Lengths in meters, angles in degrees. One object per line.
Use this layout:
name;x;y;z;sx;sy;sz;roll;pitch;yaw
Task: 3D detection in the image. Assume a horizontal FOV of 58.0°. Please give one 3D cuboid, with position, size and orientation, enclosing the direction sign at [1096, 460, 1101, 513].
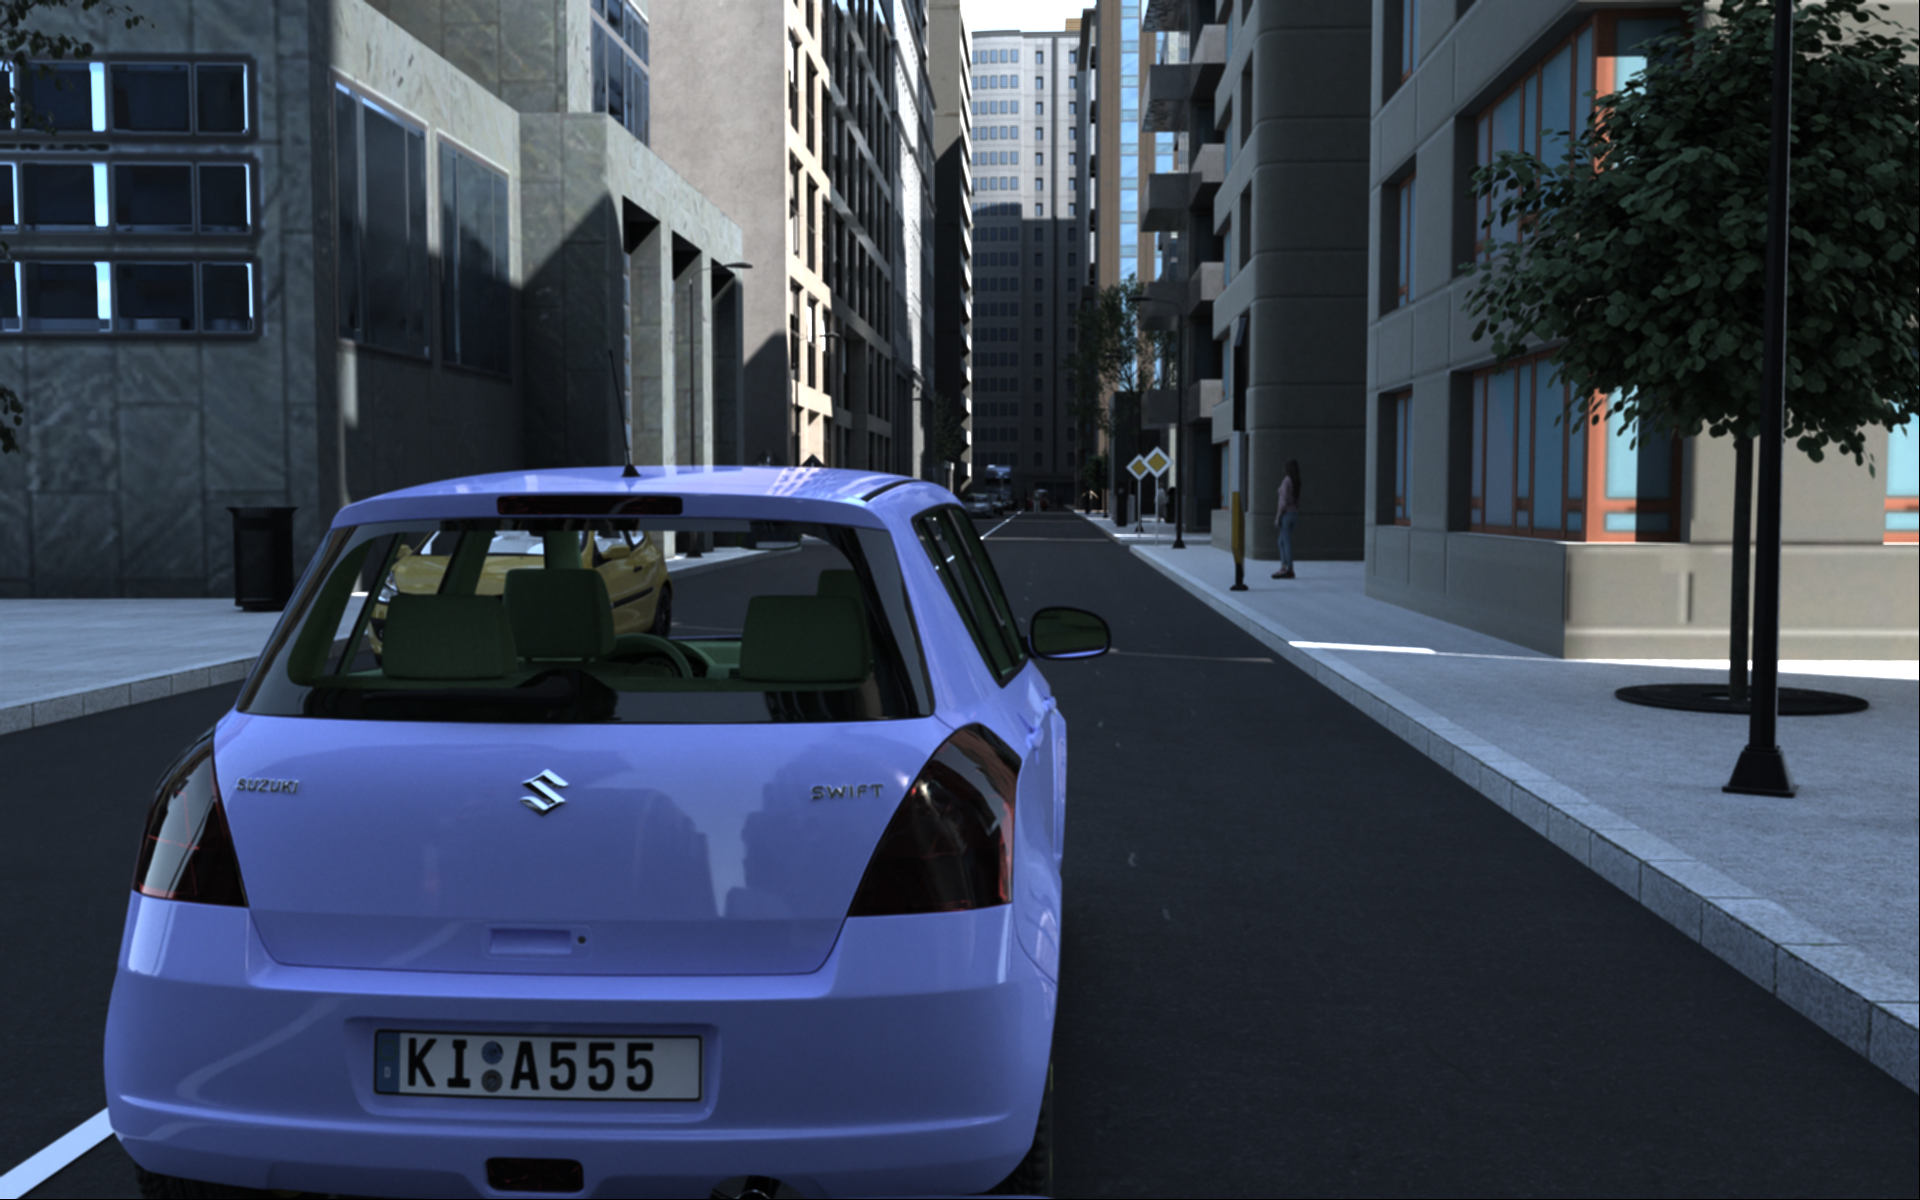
direction sign;9.146;-7.496;114.559;0.379;3.537;0.876;2;4;26

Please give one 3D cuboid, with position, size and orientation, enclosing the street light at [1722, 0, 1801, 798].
street light;2.926;-2.129;7.344;1.470;5.913;1.316;0;4;3

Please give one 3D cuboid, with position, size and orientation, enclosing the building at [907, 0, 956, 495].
building;-10.787;-42.605;134.836;20.563;71.187;20.611;0;4;3

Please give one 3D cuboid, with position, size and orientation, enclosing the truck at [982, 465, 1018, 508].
truck;4.116;-10.932;168.493;2.967;4.110;18.799;0;4;4

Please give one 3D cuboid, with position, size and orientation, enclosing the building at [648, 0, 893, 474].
building;-13.731;-16.046;66.861;19.350;26.468;34.151;0;4;3

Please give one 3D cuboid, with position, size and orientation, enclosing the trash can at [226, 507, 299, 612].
trash can;-7.643;-0.450;19.013;0.748;1.137;0.748;0;3;0

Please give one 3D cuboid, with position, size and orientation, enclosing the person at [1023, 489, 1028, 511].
person;5.391;-8.264;143.628;0.705;1.822;1.348;0;4;4

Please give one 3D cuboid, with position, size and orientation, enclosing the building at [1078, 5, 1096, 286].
building;27.131;-36.463;185.400;28.713;52.752;27.495;0;4;3

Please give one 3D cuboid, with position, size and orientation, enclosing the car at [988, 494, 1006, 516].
car;2.004;-6.386;114.191;2.009;1.686;4.222;0;4;1

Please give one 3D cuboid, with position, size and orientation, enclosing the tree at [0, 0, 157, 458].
tree;-6.708;-3.638;9.839;4.360;8.622;3.978;0;3;0

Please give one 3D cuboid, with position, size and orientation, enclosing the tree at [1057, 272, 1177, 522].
tree;8.348;-9.427;79.889;9.928;11.665;9.643;0;3;0

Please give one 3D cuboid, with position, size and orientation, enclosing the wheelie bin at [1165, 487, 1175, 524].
wheelie bin;9.402;-4.133;75.489;0.980;1.594;0.693;-3;5;-39

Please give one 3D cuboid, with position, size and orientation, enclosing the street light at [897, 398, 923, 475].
street light;-2.470;-6.810;83.891;1.470;5.913;1.316;0;4;3

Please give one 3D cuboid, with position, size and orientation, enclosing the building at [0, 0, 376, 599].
building;-21.334;-43.849;29.611;31.000;86.520;22.319;0;4;3

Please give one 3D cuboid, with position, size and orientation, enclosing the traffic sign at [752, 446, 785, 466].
traffic sign;-4.698;-2.459;42.396;0.795;2.593;0.064;0;4;3

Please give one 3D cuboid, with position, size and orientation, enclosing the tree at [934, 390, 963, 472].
tree;-1.987;-10.571;123.201;4.737;8.622;4.395;0;3;0

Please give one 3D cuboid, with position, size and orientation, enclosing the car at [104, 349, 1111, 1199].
car;-0.567;0.308;4.558;1.945;1.707;3.694;0;4;3

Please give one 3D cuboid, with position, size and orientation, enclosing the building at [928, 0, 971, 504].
building;-10.072;-32.619;157.024;21.300;48.544;21.600;0;4;3

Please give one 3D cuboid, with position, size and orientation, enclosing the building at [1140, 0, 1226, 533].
building;21.581;-26.896;59.361;30.456;49.044;23.786;0;4;3

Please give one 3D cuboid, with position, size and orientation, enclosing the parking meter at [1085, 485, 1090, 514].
parking meter;8.127;-6.407;110.470;0.255;1.863;0.399;1;4;9

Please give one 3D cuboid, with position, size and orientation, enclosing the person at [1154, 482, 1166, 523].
person;8.890;-4.299;76.555;0.641;1.798;0.478;-1;4;-20

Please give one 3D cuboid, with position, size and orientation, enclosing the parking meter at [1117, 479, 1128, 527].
parking meter;6.383;-3.815;68.088;0.399;1.863;0.255;2;4;24

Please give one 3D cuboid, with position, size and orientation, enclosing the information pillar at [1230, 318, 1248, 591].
information pillar;3.699;-1.931;22.928;0.183;3.616;0.504;1;4;19

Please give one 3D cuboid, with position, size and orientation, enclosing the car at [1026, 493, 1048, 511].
car;6.615;-8.648;150.442;2.155;1.783;4.494;0;4;2

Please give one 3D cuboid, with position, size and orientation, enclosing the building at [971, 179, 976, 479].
building;-10.528;-30.193;185.533;23.993;40.220;32.217;0;4;3

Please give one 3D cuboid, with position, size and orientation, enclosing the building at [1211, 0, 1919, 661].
building;19.206;-11.096;26.465;27.650;21.520;28.899;0;4;3

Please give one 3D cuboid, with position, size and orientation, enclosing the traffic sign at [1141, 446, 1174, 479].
traffic sign;4.783;-2.429;41.902;0.795;2.593;0.064;0;4;3

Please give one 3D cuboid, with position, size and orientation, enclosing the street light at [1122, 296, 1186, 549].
street light;4.630;-4.172;40.754;1.470;5.913;1.316;0;4;3

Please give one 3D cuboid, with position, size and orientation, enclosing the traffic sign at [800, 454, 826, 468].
traffic sign;-4.298;-2.947;50.371;0.795;2.593;0.064;0;4;3

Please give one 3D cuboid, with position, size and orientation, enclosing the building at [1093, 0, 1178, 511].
building;17.662;-29.707;135.825;14.600;45.320;14.200;0;4;3

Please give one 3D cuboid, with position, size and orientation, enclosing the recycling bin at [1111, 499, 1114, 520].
recycling bin;8.017;-4.539;86.773;0.722;1.027;0.722;-1;4;-21

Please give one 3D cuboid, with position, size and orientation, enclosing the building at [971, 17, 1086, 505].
building;5.982;-41.389;218.715;28.212;58.520;21.231;0;4;3

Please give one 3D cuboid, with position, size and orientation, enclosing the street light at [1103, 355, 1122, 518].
street light;5.475;-5.222;57.914;1.470;5.913;1.316;0;4;3

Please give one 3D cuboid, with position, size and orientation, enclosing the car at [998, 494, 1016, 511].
car;3.798;-8.466;148.208;2.009;1.686;4.222;0;4;2

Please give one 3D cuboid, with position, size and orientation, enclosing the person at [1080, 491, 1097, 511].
person;9.666;-7.561;129.676;1.348;1.823;0.705;0;4;4

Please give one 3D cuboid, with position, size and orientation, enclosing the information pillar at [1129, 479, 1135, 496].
information pillar;8.517;-4.955;85.503;0.304;2.012;0.304;0;4;4

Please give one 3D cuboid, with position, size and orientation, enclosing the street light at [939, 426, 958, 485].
street light;-0.835;-8.873;117.609;1.470;5.913;1.316;0;4;3

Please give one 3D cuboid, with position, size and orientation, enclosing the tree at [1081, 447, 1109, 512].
tree;10.159;-8.439;121.687;4.285;4.588;4.351;0;3;0

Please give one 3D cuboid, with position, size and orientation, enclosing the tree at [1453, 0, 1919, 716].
tree;4.886;-1.640;10.535;4.285;4.588;4.351;0;3;0

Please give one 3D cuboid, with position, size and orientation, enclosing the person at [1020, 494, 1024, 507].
person;6.813;-10.943;190.652;0.421;1.427;0.697;1;4;23

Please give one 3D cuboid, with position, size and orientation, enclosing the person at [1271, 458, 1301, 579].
person;4.974;-1.236;26.257;0.388;1.821;0.555;2;4;32

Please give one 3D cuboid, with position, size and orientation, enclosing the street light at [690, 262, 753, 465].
street light;-4.840;-3.809;34.810;1.470;5.913;1.316;0;4;3

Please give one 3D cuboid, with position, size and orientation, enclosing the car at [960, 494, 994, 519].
car;1.044;-5.545;102.662;2.014;1.417;4.499;0;4;4

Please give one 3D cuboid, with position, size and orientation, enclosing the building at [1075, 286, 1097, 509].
building;24.599;-19.125;157.741;27.650;21.520;28.899;0;4;3

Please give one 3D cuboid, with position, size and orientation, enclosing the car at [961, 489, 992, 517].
car;1.092;-6.120;108.859;1.959;1.807;4.718;0;4;4

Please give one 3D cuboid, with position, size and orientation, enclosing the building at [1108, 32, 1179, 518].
building;20.579;-48.194;100.640;22.319;86.520;31.000;0;4;3

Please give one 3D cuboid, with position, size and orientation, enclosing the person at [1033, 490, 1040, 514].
person;5.408;-6.891;121.718;0.519;1.759;0.362;-1;4;-12

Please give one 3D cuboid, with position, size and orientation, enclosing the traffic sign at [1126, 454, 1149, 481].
traffic sign;5.183;-2.917;49.877;0.795;2.593;0.064;0;4;3

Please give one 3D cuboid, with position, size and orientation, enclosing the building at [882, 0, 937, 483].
building;-7.809;-19.666;99.029;11.434;29.767;29.804;0;4;3

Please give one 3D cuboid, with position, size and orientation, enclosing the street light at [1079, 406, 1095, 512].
street light;7.151;-7.265;91.326;1.470;5.913;1.316;0;4;3

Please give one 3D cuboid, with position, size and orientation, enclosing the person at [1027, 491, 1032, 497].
person;7.504;-10.723;184.542;1.217;1.735;0.721;3;4;38

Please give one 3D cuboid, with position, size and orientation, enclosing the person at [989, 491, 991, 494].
person;2.771;-8.989;156.183;0.721;1.736;1.217;3;4;38

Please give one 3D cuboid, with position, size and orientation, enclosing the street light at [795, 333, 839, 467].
street light;-4.188;-4.749;50.189;1.470;5.913;1.316;0;4;3

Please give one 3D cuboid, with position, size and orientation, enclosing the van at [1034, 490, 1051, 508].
van;8.195;-10.293;175.304;2.013;2.044;4.112;0;4;2

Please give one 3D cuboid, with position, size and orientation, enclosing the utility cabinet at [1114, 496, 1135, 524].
utility cabinet;7.055;-3.868;74.404;0.306;1.237;1.020;-3;5;-40

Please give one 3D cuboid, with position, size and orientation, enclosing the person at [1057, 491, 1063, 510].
person;8.937;-8.922;155.287;0.541;1.710;0.530;1;4;23
